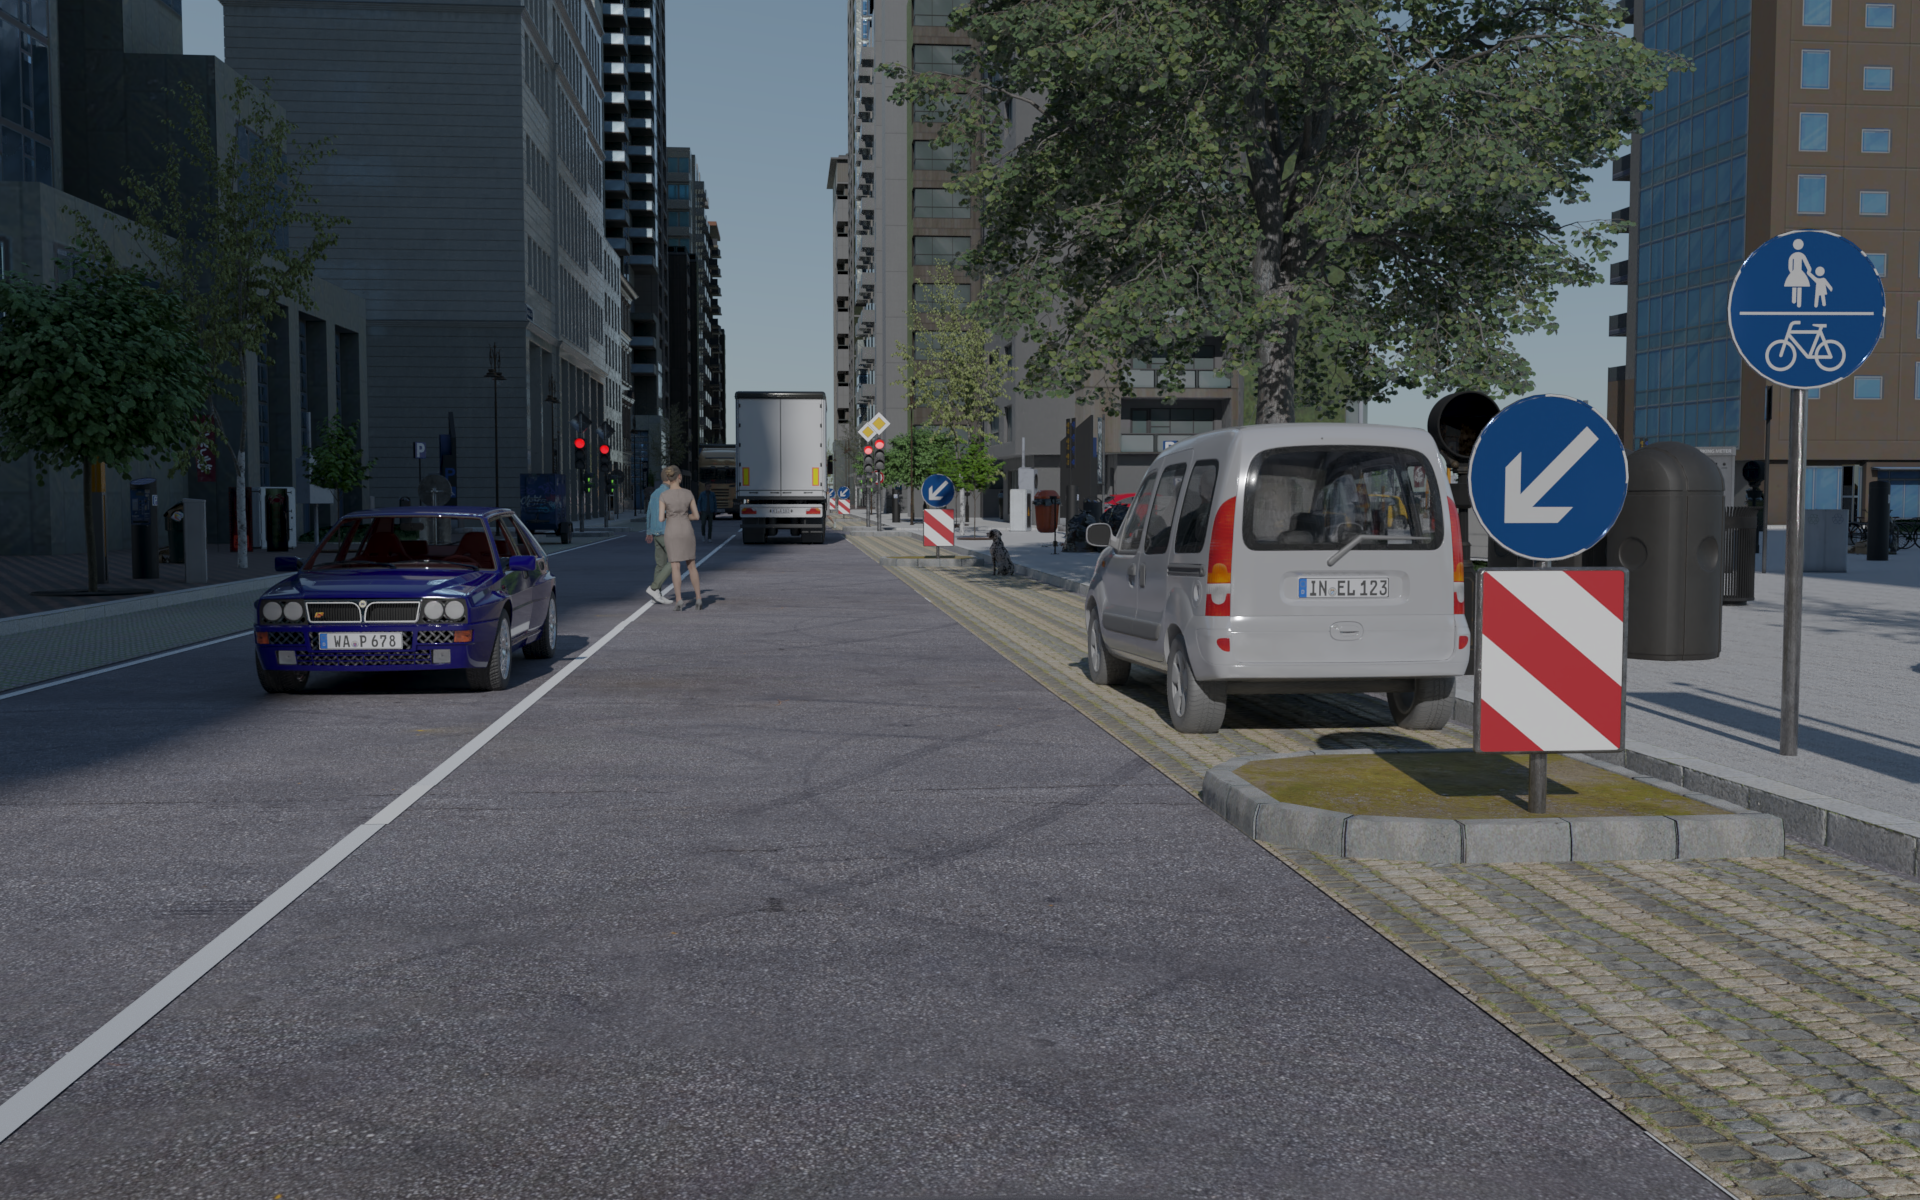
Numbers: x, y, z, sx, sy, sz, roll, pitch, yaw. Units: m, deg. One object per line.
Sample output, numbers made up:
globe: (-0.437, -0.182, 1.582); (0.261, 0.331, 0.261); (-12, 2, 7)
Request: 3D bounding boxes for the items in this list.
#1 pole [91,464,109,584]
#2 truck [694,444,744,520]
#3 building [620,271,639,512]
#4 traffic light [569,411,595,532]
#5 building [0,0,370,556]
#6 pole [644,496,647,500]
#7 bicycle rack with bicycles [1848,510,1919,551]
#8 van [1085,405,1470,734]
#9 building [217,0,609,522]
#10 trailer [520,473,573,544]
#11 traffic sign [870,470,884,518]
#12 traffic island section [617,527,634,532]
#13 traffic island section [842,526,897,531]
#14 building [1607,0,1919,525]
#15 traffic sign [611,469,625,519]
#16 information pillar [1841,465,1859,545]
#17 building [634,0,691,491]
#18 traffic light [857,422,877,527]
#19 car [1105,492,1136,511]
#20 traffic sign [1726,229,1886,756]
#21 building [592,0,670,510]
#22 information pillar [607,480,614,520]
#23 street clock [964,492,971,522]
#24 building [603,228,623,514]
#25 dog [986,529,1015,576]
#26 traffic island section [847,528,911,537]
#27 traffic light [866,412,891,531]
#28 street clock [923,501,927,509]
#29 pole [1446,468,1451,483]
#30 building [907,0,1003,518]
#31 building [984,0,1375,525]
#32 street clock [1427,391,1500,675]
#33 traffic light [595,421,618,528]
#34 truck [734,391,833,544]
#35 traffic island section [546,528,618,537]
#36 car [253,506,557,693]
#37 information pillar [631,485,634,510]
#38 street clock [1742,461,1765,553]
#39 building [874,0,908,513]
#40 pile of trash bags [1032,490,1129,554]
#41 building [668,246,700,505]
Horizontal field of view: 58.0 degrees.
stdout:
pole: (-12.295, -1.887, 24.690); (0.158, 3.312, 0.155); (0, 3, 0)
truck: (-13.612, -6.750, 99.271); (2.839, 4.237, 11.283); (0, 4, -6)
building: (-28.604, -15.716, 121.580); (10.561, 19.102, 19.286); (0, 4, -6)
traffic light: (-12.753, -4.249, 58.385); (0.839, 4.253, 0.868); (0, 4, -6)
building: (-33.922, -44.627, 42.330); (31.000, 86.520, 22.319); (0, 4, -6)
pole: (-23.220, -8.207, 128.024); (0.158, 3.312, 0.155); (0, 3, 0)
bicycle rack with bicycles: (21.221, -1.635, 40.111); (2.852, 0.926, 2.925); (-3, 5, -42)
van: (1.954, -0.289, 11.739); (2.013, 2.044, 4.112); (0, 4, -6)
building: (-23.515, -18.514, 80.201); (11.434, 29.767, 29.804); (0, 4, -6)
trailer: (-11.801, -2.554, 48.808); (1.471, 1.999, 3.904); (0, 4, -7)
traffic sign: (-4.443, -5.671, 92.823); (0.768, 2.556, 0.104); (0, 4, 2)
traffic island section: (-13.595, -2.702, 66.461); (2.009, 0.180, 2.903); (0, 4, -6)
traffic island section: (-3.553, -2.764, 67.464); (2.009, 0.180, 2.903); (0, 4, -6)
building: (39.334, -26.130, 77.343); (14.200, 45.320, 14.600); (0, 4, -6)
traffic sign: (-17.542, -5.417, 88.667); (0.768, 2.556, 0.104); (0, 4, 3)
information pillar: (22.326, -2.384, 43.470); (0.304, 2.012, 0.304); (-3, 5, -41)
building: (-38.823, -45.350, 179.732); (20.563, 71.187, 20.611); (0, 4, -6)
traffic light: (-3.594, -4.797, 67.346); (0.839, 4.253, 0.868); (0, 4, -6)
car: (7.278, -3.437, 65.232); (4.494, 1.783, 2.155); (0, 4, -6)
traffic sign: (4.073, -0.509, 8.435); (0.768, 2.556, 0.104); (0, 4, -1)
building: (-37.108, -51.430, 153.549); (22.319, 86.520, 31.000); (0, 4, -6)
information pillar: (-17.209, -4.931, 85.111); (0.304, 2.012, 0.304); (3, 4, 37)
street clock: (0.324, -4.523, 78.528); (0.358, 2.002, 0.471); (0, 4, 1)
building: (-26.324, -15.221, 103.613); (10.420, 20.320, 16.860); (0, 4, -6)
dog: (0.703, -0.823, 30.286); (0.513, 0.831, 0.800); (0, 4, 3)
traffic island section: (-2.752, -2.278, 59.519); (2.009, 0.180, 2.903); (0, 4, -6)
traffic light: (-2.793, -4.311, 59.401); (0.839, 4.253, 0.868); (0, 4, -6)
street clock: (-1.738, -4.973, 85.886); (0.471, 2.002, 0.358); (-1, 4, -15)
pole: (21.775, -5.099, 77.208); (0.158, 3.312, 0.155); (0, 3, 0)
building: (3.799, -20.086, 100.110); (14.160, 30.474, 14.107); (0, 4, -6)
building: (8.649, -23.831, 73.226); (14.086, 41.232, 14.154); (0, 4, -6)
street clock: (3.568, -0.472, 12.286); (0.471, 2.002, 0.358); (0, 4, -4)
traffic light: (-13.554, -4.735, 66.330); (0.839, 4.253, 0.868); (0, 4, -6)
truck: (-5.290, -3.905, 52.754); (2.839, 4.237, 11.283); (0, 4, -4)
traffic island section: (-12.794, -2.216, 58.516); (2.009, 0.180, 2.903); (0, 4, -6)
car: (-4.281, -0.072, 13.761); (1.945, 1.354, 3.894); (0, 4, -5)
information pillar: (-26.372, -8.234, 139.119); (0.304, 2.012, 0.304); (-1, 4, -15)
street clock: (17.174, -2.012, 37.464); (0.358, 2.002, 0.471); (-2, 4, -26)
building: (4.126, -35.874, 128.539); (21.231, 58.520, 28.212); (0, 4, -6)
pile of trash bags: (2.975, -1.723, 37.931); (3.447, 1.369, 1.912); (-3, 4, -39)
building: (-37.364, -26.142, 199.130); (14.160, 30.474, 14.107); (0, 4, -6)
